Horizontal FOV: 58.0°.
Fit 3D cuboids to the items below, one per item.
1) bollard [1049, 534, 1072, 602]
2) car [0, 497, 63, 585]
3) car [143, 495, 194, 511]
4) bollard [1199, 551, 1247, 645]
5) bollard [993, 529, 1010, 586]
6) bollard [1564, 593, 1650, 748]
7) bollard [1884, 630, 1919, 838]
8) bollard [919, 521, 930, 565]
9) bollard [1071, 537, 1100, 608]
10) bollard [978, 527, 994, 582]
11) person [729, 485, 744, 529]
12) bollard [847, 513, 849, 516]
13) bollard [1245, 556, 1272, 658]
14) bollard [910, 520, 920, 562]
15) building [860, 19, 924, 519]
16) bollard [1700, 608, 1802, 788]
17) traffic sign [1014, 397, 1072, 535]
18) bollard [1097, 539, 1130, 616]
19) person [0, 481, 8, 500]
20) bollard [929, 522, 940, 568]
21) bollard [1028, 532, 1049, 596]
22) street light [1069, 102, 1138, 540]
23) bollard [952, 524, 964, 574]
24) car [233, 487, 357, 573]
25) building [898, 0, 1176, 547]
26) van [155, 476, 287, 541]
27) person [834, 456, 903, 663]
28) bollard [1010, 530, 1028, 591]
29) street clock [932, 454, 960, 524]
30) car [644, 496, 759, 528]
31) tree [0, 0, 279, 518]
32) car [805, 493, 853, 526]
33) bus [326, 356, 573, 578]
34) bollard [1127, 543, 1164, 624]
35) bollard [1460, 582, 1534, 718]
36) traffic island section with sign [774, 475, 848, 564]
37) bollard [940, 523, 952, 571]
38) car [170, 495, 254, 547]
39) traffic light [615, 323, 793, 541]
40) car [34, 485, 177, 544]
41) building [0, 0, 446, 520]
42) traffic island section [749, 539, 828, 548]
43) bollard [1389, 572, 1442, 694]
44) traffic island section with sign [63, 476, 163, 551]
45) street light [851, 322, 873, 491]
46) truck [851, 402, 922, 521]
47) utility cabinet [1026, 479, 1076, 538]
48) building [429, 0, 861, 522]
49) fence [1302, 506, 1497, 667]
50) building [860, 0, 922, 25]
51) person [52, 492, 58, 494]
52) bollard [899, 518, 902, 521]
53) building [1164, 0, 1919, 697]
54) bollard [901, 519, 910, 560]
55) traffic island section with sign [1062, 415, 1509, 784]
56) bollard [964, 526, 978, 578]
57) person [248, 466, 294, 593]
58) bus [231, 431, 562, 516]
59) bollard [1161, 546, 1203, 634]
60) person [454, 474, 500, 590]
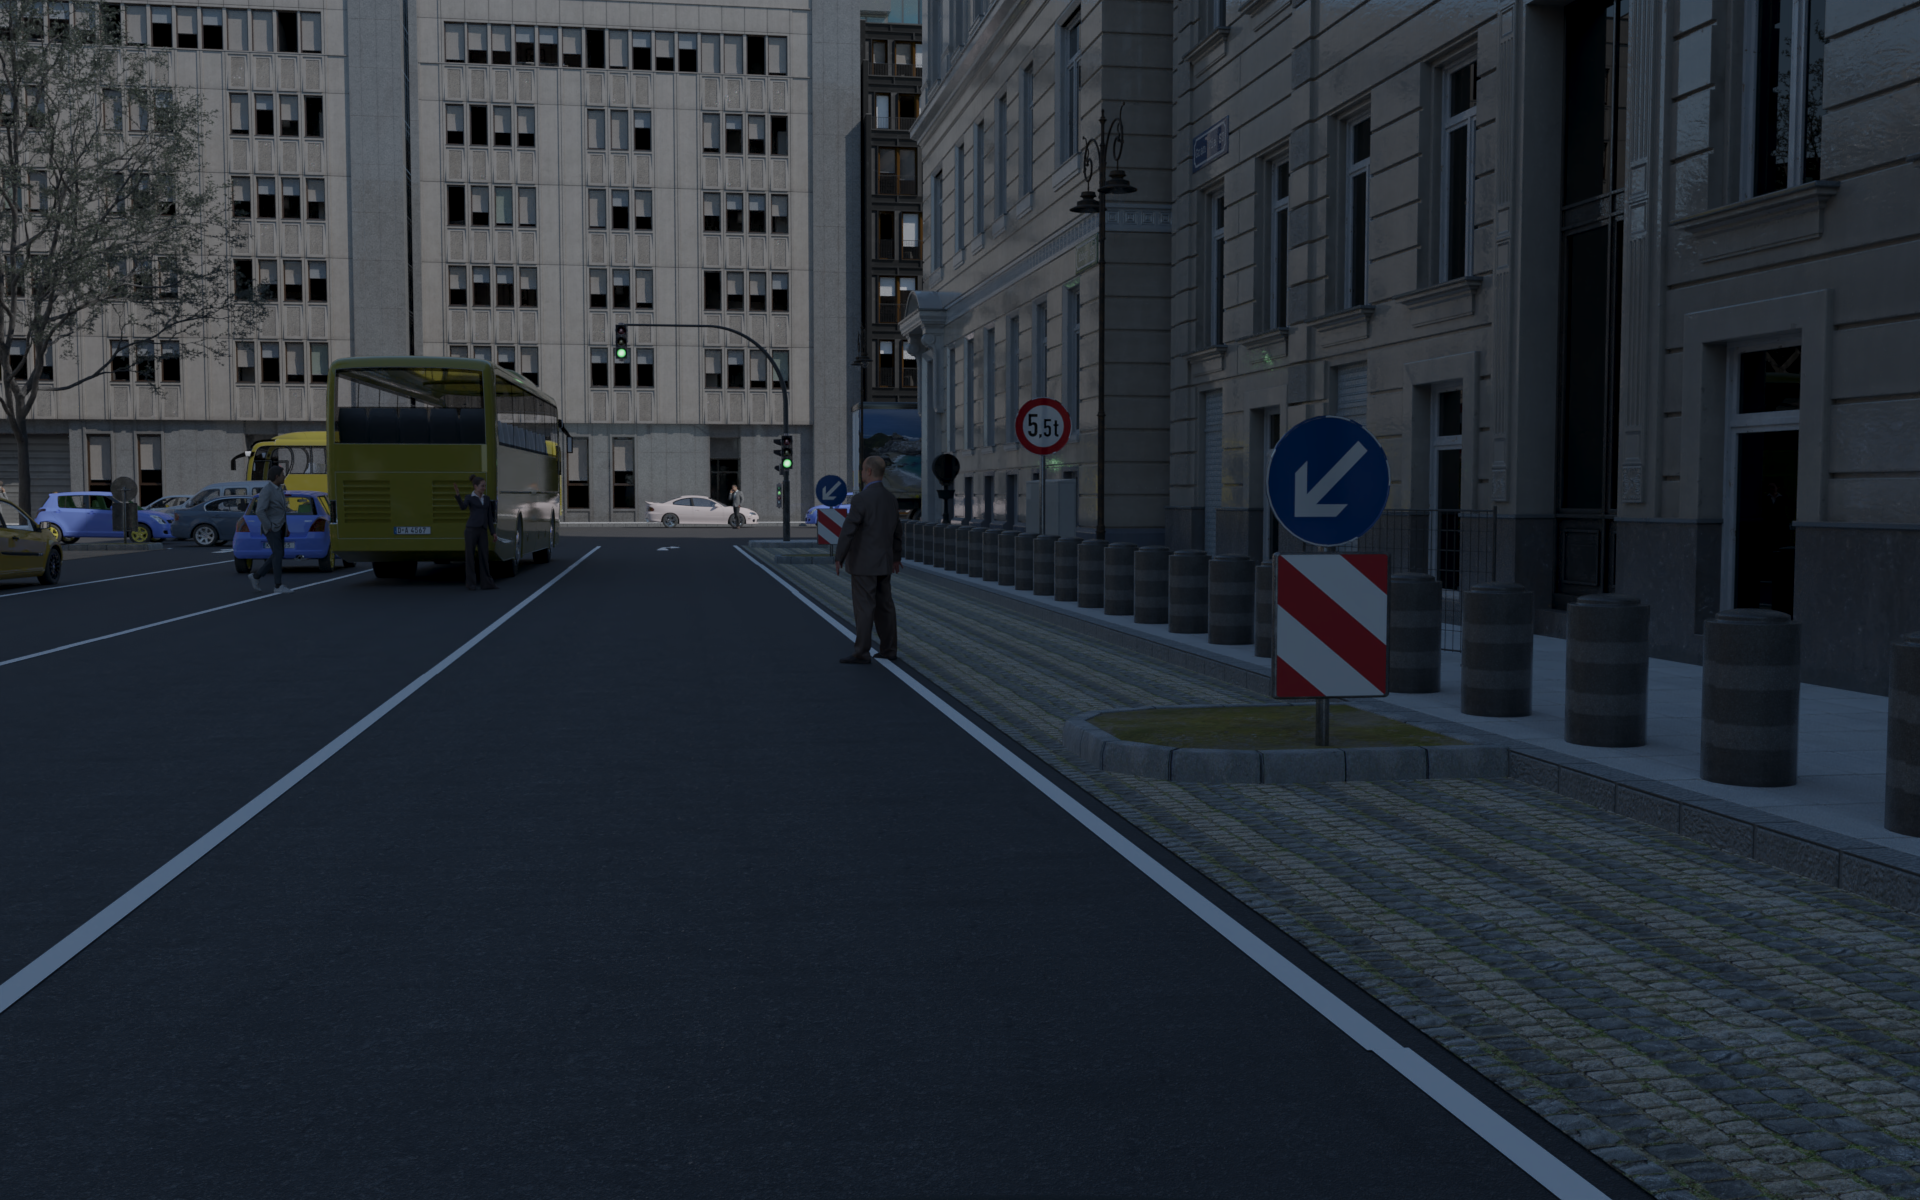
[{"bbox_3d":[1.334,-0.373,20.813,0.404,0.777,0.398,0,3,0],"label":"bollard"},{"bbox_3d":[-14.994,-0.972,26.118,2.015,1.641,3.980,0,4,-8],"label":"car"},{"bbox_3d":[-28.933,-3.166,63.774,4.499,1.417,2.014,0,4,-8],"label":"car"},{"bbox_3d":[2.333,-0.009,14.872,0.404,0.777,0.398,0,3,0],"label":"bollard"},{"bbox_3d":[0.735,-0.590,24.368,0.404,0.777,0.398,0,3,0],"label":"bollard"},{"bbox_3d":[3.334,0.354,8.927,0.404,0.777,0.398,0,3,0],"label":"bollard"},{"bbox_3d":[3.736,0.499,6.558,0.404,0.777,0.398,0,3,0],"label":"bollard"},{"bbox_3d":[-0.472,-1.028,31.519,0.404,0.777,0.398,0,3,0],"label":"bollard"},{"bbox_3d":[1.533,-0.300,19.624,0.404,0.777,0.398,0,3,0],"label":"bollard"},{"bbox_3d":[0.532,-0.663,25.552,0.404,0.777,0.398,0,3,0],"label":"bollard"},{"bbox_3d":[-9.203,-3.829,71.292,0.473,1.802,0.592,-3,4,-38],"label":"person"},{"bbox_3d":[-3.278,-2.046,48.174,0.404,0.777,0.398,0,3,0],"label":"bollard"},{"bbox_3d":[2.531,0.063,13.684,0.404,0.777,0.398,0,3,0],"label":"bollard"},{"bbox_3d":[-0.672,-1.101,32.714,0.404,0.777,0.398,0,3,0],"label":"bollard"},{"bbox_3d":[2.516,-15.711,86.549,15.834,23.373,12.332,-1,4,-10],"label":"building"},{"bbox_3d":[3.534,0.427,7.742,0.404,0.777,0.398,0,3,0],"label":"bollard"},{"bbox_3d":[1.084,-1.387,22.788,0.768,2.556,0.104,-1,4,-9],"label":"traffic sign"},{"bbox_3d":[1.733,-0.228,18.439,0.404,0.777,0.398,0,3,0],"label":"bollard"},{"bbox_3d":[-26.685,-2.400,47.922,0.592,1.802,0.473,1,4,23],"label":"person"},{"bbox_3d":[-0.270,-0.955,30.330,0.404,0.777,0.398,0,3,0],"label":"bollard"},{"bbox_3d":[1.129,-0.445,21.997,0.404,0.777,0.398,0,3,0],"label":"bollard"},{"bbox_3d":[1.713,-2.946,20.957,0.468,5.910,1.993,-1,4,-10],"label":"street light"},{"bbox_3d":[0.133,-0.808,27.933,0.404,0.777,0.398,0,3,0],"label":"bollard"},{"bbox_3d":[-12.517,-1.419,32.786,1.945,1.707,3.694,-1,4,-10],"label":"car"},{"bbox_3d":[6.667,-15.370,37.203,13.634,28.700,20.117,-1,4,-10],"label":"building"},{"bbox_3d":[-22.871,-2.842,53.484,4.112,2.044,2.013,-1,4,-10],"label":"van"},{"bbox_3d":[-0.798,-0.352,14.806,0.434,1.755,0.990,2,4,34],"label":"person"},{"bbox_3d":[0.933,-0.518,23.182,0.404,0.777,0.398,0,3,0],"label":"bollard"},{"bbox_3d":[-0.252,-1.620,31.063,0.471,2.002,0.358,-1,4,-13],"label":"street clock"},{"bbox_3d":[-11.021,-3.765,73.925,4.827,1.381,2.083,-1,4,-9],"label":"car"},{"bbox_3d":[-20.569,-7.639,37.718,12.009,13.543,11.850,0,3,0],"label":"tree"},{"bbox_3d":[-4.726,-3.908,73.479,3.694,1.707,1.945,-1,4,-10],"label":"car"},{"bbox_3d":[-9.253,-2.510,32.583,2.896,3.916,12.252,0,4,-8],"label":"bus"},{"bbox_3d":[1.933,-0.155,17.244,0.404,0.777,0.398,0,3,0],"label":"bollard"},{"bbox_3d":[3.136,0.282,10.113,0.404,0.777,0.398,0,3,0],"label":"bollard"},{"bbox_3d":[-2.849,-1.678,36.064,1.989,1.847,2.006,-1,4,-10],"label":"traffic island section with sign"},{"bbox_3d":[-0.068,-0.881,29.119,0.404,0.777,0.398,0,3,0],"label":"bollard"},{"bbox_3d":[-19.379,-2.199,47.953,4.499,1.417,2.014,-1,4,-11],"label":"car"},{"bbox_3d":[-6.787,-4.391,46.456,4.771,5.953,1.251,-1,4,-10],"label":"traffic light"},{"bbox_3d":[-24.399,-2.444,49.556,3.694,1.707,1.945,-1,4,-9],"label":"car"},{"bbox_3d":[-35.064,-16.020,79.954,19.932,24.808,12.078,-1,4,-10],"label":"building"},{"bbox_3d":[-4.698,-1.516,47.063,2.009,0.180,2.903,-1,4,-10],"label":"traffic island section"},{"bbox_3d":[2.934,0.209,11.297,0.404,0.777,0.398,0,3,0],"label":"bollard"},{"bbox_3d":[-21.635,-2.222,44.463,2.006,1.907,1.989,-1,4,-10],"label":"traffic island section with sign"},{"bbox_3d":[-2.647,-4.526,46.796,0.468,5.910,1.993,-1,4,-10],"label":"street light"},{"bbox_3d":[2.294,-4.022,54.680,11.283,4.237,2.839,-1,4,-9],"label":"truck"},{"bbox_3d":[1.332,-1.042,25.718,0.318,1.500,1.173,-1,4,-21],"label":"utility cabinet"},{"bbox_3d":[-15.353,-16.264,83.936,19.932,24.808,12.078,-1,4,-10],"label":"building"},{"bbox_3d":[3.443,-0.158,13.790,0.480,1.192,2.264,-2,4,-30],"label":"fence"},{"bbox_3d":[-8.656,-33.155,161.698,23.786,49.044,30.456,-1,4,-10],"label":"building"},{"bbox_3d":[-28.883,-2.699,55.174,0.613,1.512,0.480,-1,4,-8],"label":"person"},{"bbox_3d":[-1.076,-1.246,35.088,0.404,0.777,0.398,0,3,0],"label":"bollard"},{"bbox_3d":[10.744,-13.320,15.045,12.463,27.353,25.104,-1,4,-10],"label":"building"},{"bbox_3d":[-0.877,-1.173,33.898,0.404,0.777,0.398,0,3,0],"label":"bollard"},{"bbox_3d":[1.629,-0.052,9.482,1.989,1.847,2.006,-1,4,-10],"label":"traffic island section with sign"},{"bbox_3d":[0.330,-0.736,26.748,0.404,0.777,0.398,0,3,0],"label":"bollard"},{"bbox_3d":[-10.017,-1.025,25.109,0.795,1.843,0.661,0,4,6],"label":"person"},{"bbox_3d":[-22.218,-4.735,68.959,12.252,3.916,2.896,0,4,-8],"label":"bus"},{"bbox_3d":[2.135,-0.082,16.057,0.404,0.777,0.398,0,3,0],"label":"bollard"},{"bbox_3d":[-7.198,-1.006,25.745,0.445,1.727,0.742,1,4,10],"label":"person"}]
